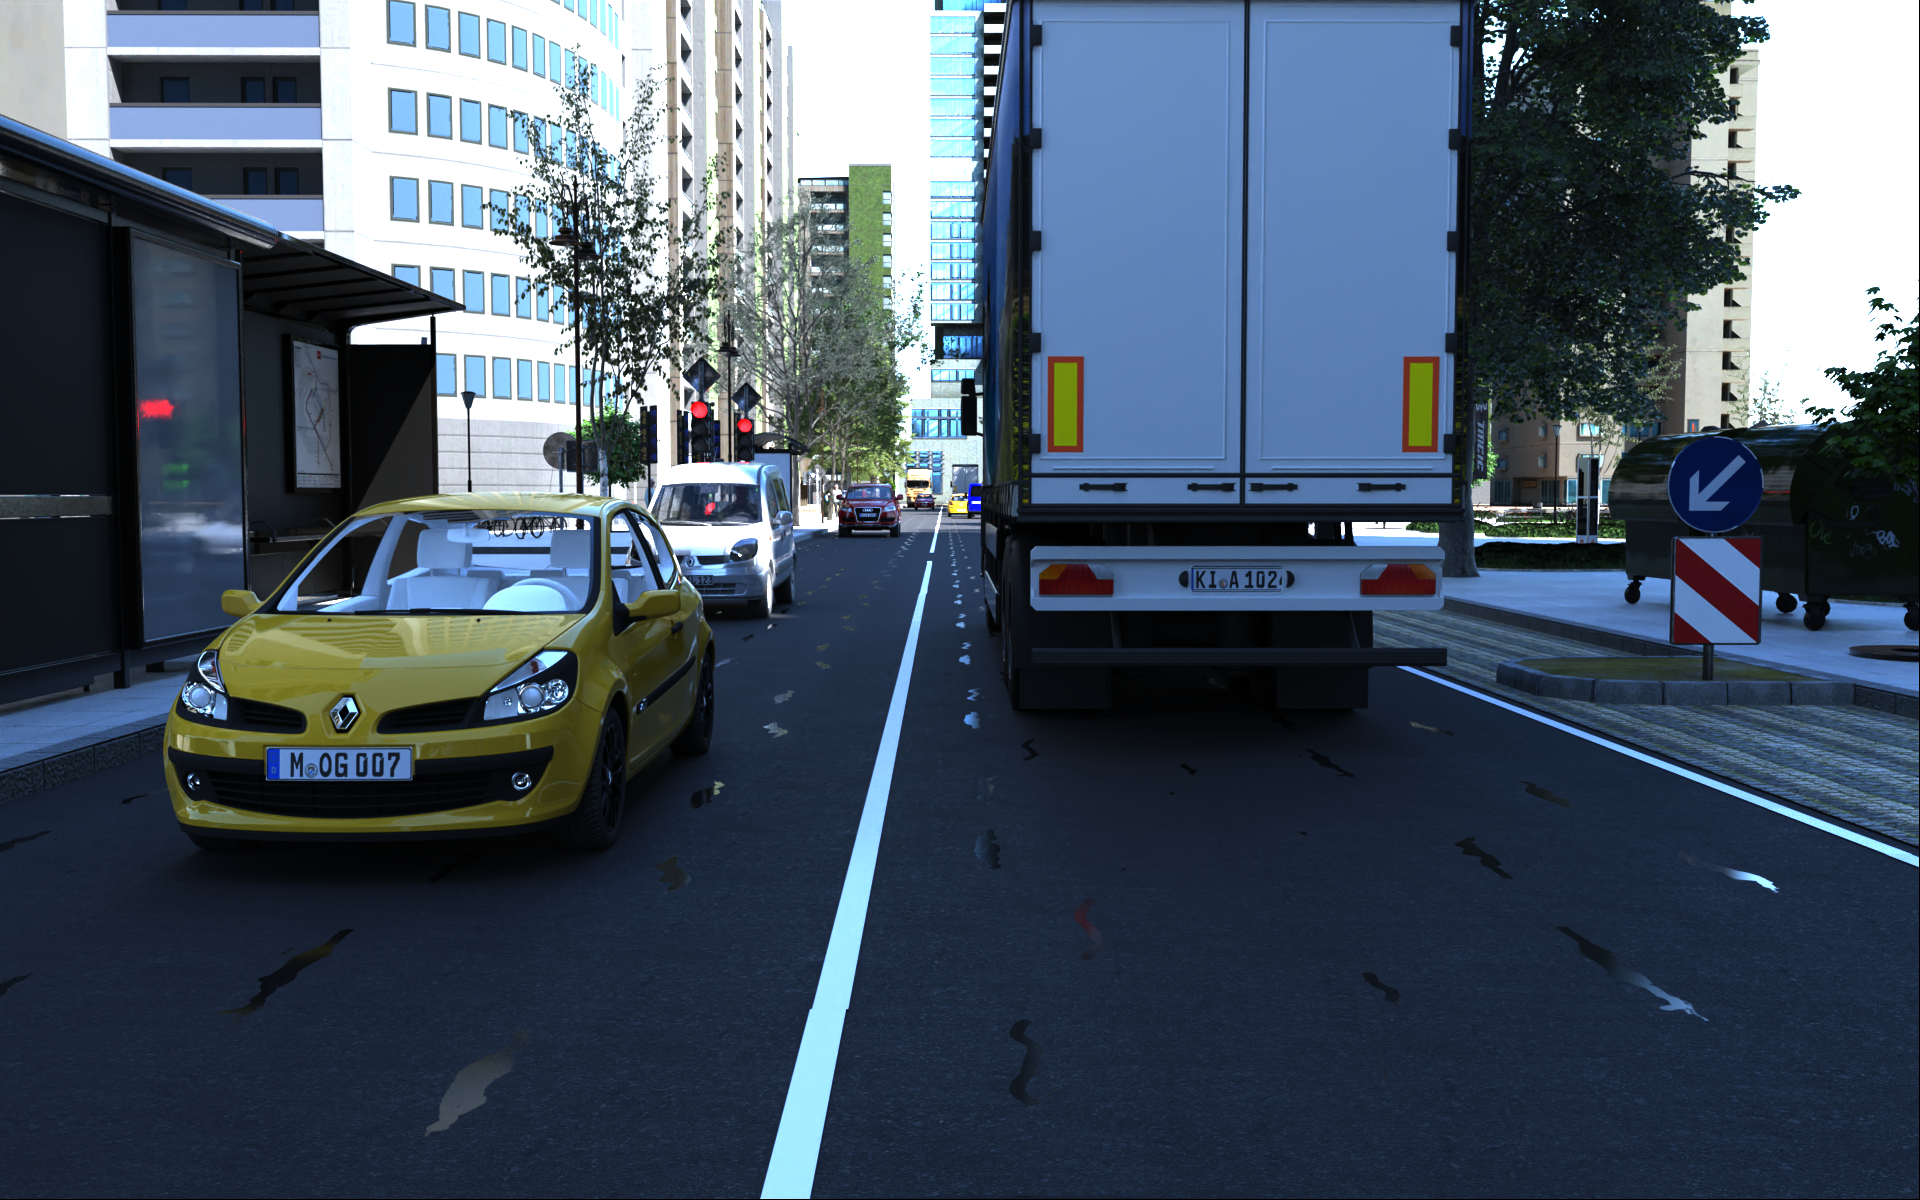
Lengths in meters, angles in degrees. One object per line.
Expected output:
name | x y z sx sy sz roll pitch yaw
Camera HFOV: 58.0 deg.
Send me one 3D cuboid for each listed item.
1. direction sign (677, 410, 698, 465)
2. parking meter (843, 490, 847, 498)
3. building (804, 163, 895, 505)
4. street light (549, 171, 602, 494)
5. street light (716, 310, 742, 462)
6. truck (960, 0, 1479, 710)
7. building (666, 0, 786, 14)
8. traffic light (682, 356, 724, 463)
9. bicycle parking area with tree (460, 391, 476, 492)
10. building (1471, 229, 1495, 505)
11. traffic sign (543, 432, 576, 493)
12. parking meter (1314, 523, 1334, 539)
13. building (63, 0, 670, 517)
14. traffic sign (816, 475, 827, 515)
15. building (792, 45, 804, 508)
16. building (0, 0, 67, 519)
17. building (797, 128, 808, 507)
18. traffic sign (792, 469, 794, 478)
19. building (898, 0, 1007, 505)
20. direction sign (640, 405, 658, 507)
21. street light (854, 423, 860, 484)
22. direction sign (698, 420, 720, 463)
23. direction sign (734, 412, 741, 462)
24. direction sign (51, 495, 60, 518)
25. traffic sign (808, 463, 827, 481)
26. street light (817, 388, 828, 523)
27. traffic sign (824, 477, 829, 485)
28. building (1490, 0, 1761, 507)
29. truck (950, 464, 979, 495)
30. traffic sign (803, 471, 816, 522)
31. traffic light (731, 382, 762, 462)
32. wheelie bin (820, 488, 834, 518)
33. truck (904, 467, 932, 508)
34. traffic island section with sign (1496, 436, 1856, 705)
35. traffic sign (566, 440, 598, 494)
direction sign | -7.500 -3.360 46.933 0.379 3.537 0.876 1 4 10
parking meter | -7.386 -6.252 110.631 0.372 1.533 0.369 0 3 0
building | -15.164 -32.611 216.782 14.086 41.232 14.154 0 4 0
street light | -5.572 -3.209 25.262 0.468 5.910 1.993 0 4 0
street light | -5.800 -4.333 43.635 0.468 5.910 1.993 0 4 0
truck | 1.458 -1.581 14.758 2.839 4.237 11.283 0 4 0
building | -21.382 -27.858 139.076 14.154 41.232 14.086 0 4 0
traffic light | -5.258 -2.843 35.411 0.839 4.253 0.868 0 4 0
bicycle parking area with tree | -16.290 -3.802 49.160 8.231 4.147 9.016 2 4 31
building | 58.704 -32.632 217.127 14.086 41.232 14.154 0 4 0
traffic sign | -8.191 -2.169 35.577 0.768 2.556 0.104 0 4 5
parking meter | 7.546 -1.850 35.956 0.399 1.863 0.255 0 4 -6
building | -24.748 -32.314 70.327 21.231 58.520 28.212 0 4 0
traffic sign | -8.627 -6.539 107.015 0.768 2.556 0.104 1 4 9
building | -21.839 -28.723 153.223 14.154 41.232 14.086 0 4 0
building | -24.516 -23.969 15.596 21.600 48.544 21.300 0 4 0
building | -29.543 -31.824 174.947 28.867 44.769 22.147 0 4 0
traffic sign | -7.713 -4.757 77.512 0.795 2.593 0.064 1 4 8
building | 7.883 -55.487 219.885 31.000 86.520 22.319 0 4 0
direction sign | -7.994 -3.215 44.557 0.379 3.537 0.876 -3 4 -38
street light | -6.373 -8.260 107.840 0.468 5.910 1.993 0 4 0
direction sign | -7.767 -3.731 53.003 0.876 3.537 0.379 0 4 -6
direction sign | -6.195 -3.441 48.250 0.379 3.537 0.876 0 4 3
direction sign | -7.481 -1.363 14.287 0.379 3.537 0.876 1 4 18
traffic sign | -6.125 -4.557 74.243 0.795 2.593 0.064 0 4 6
street light | -6.014 -6.290 75.621 0.468 5.910 1.993 0 4 0
traffic sign | -8.782 -6.817 111.188 0.795 2.593 0.064 0 4 5
building | 68.058 -33.770 175.834 21.600 48.544 21.300 0 4 0
truck | 0.476 -10.963 168.153 2.839 4.237 11.283 0 4 0
traffic sign | -6.793 -4.655 78.234 0.606 2.300 0.079 0 4 1
traffic light | -5.327 -3.332 43.395 0.839 4.253 0.868 0 4 0
wheelie bin | -7.231 -5.300 94.564 0.693 1.594 0.980 -1 4 -17
truck | -4.317 -11.955 184.380 2.839 4.237 11.283 0 4 0
traffic island section with sign | 5.053 -0.244 12.623 1.989 1.847 2.006 0 4 0
traffic sign | -7.151 -1.877 32.812 0.606 2.300 0.079 0 4 3
